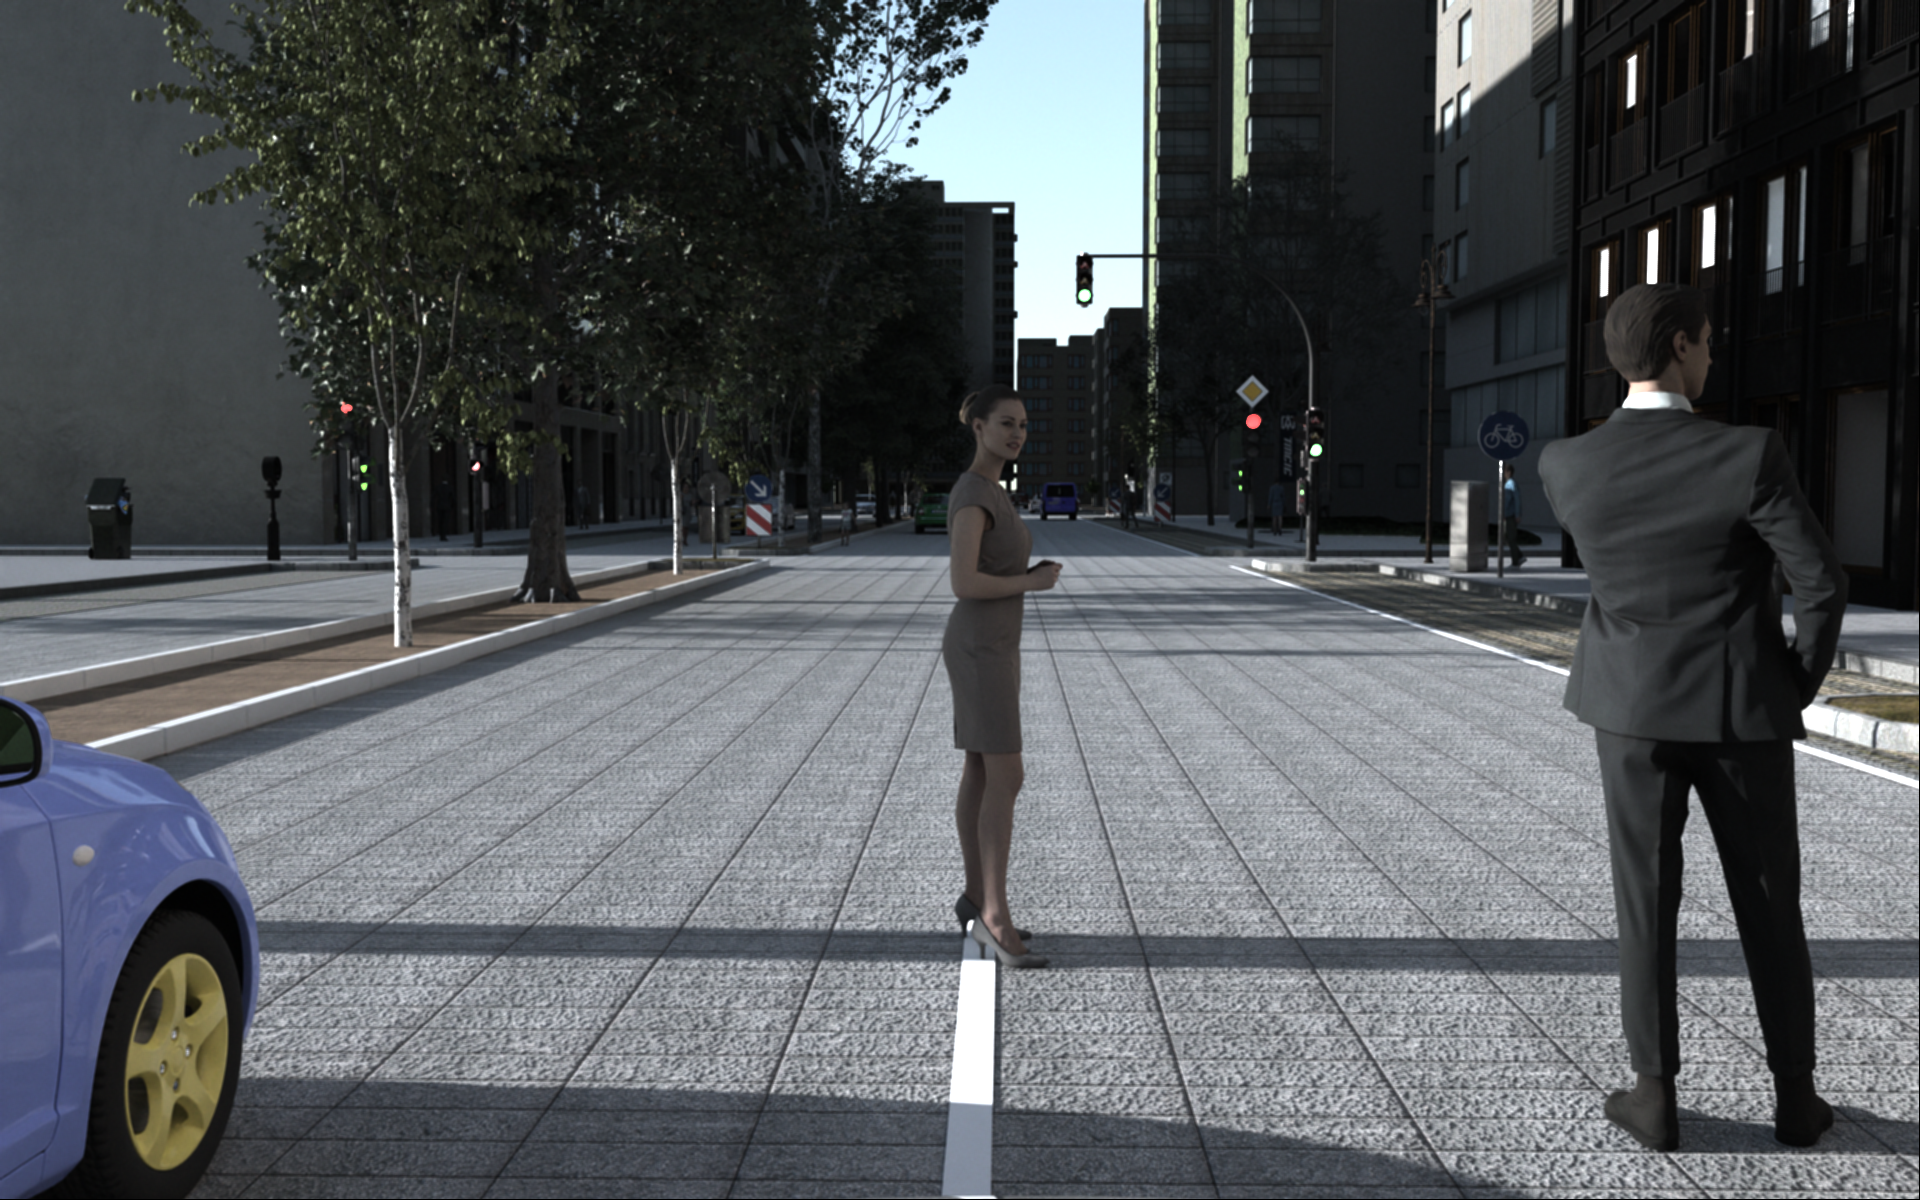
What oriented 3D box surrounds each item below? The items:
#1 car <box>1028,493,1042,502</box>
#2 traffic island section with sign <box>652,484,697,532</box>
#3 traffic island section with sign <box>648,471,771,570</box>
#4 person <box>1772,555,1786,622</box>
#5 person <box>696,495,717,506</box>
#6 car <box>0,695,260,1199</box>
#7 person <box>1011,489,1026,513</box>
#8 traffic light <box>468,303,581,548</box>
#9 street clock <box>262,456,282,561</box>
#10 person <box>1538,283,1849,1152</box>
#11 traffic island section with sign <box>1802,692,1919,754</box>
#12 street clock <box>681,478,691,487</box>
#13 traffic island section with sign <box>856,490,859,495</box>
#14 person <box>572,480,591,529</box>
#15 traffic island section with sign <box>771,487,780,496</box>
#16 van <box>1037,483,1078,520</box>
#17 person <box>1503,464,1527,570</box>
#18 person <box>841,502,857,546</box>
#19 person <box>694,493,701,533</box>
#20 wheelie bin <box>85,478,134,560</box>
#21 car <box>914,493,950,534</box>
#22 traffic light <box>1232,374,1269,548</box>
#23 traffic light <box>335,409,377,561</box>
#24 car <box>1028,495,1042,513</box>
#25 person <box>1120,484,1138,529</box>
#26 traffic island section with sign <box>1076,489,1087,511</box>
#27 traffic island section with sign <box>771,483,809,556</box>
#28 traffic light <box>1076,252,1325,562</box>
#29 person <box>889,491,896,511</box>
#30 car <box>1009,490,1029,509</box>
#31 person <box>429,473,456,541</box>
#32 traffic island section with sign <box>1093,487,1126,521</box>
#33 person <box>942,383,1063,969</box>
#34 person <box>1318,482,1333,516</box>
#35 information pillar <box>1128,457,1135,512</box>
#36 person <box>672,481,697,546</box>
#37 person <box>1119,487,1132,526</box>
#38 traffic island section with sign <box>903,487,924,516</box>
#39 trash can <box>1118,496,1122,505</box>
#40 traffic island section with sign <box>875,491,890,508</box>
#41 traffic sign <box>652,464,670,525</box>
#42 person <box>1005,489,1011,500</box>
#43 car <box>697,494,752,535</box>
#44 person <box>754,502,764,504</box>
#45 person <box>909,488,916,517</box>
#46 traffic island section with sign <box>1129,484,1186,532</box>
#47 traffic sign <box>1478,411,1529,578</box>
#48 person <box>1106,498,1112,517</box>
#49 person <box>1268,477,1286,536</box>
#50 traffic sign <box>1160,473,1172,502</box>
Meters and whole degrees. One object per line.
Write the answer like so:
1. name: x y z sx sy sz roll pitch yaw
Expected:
1. car: 6.425 -7.788 136.376 2.155 1.783 4.494 0 4 1
2. traffic island section with sign: -10.592 -3.517 66.129 1.989 1.847 2.006 0 4 1
3. traffic island section with sign: -4.856 -1.552 33.515 2.006 1.907 1.989 0 4 1
4. person: 6.609 -0.365 14.239 0.659 1.850 0.755 3 4 38
5. person: -7.434 -2.563 50.584 0.661 1.801 0.590 1 4 19
6. car: -2.433 0.440 2.394 1.945 1.707 3.694 0 4 2
7. person: 4.405 -7.658 133.715 1.348 1.824 0.705 1 4 22
8. traffic light: -9.409 -4.074 41.283 4.771 5.953 1.251 0 4 1
9. street clock: -13.236 -1.761 33.356 0.358 2.002 0.471 0 4 -3
10. person: 1.643 0.242 3.907 0.648 1.900 0.474 2 4 24
11. traffic island section with sign: 6.122 -0.089 10.082 1.989 1.847 2.006 0 4 1
12. street clock: -12.351 -4.500 78.150 0.358 2.002 0.471 2 4 29
13. traffic island section with sign: -8.651 -8.245 143.428 1.989 1.847 2.006 0 4 1
14. person: -13.790 -3.483 63.106 0.709 1.813 0.853 0 4 -3
15. traffic island section with sign: -9.903 -5.165 93.075 1.989 1.847 2.006 0 4 1
16. van: 5.460 -5.613 96.163 2.240 2.365 5.245 0 4 1
17. person: 9.312 -1.391 29.125 0.444 1.785 0.601 2 4 24
18. person: -3.061 -2.082 47.554 0.505 1.210 0.382 1 4 15
19. person: -9.614 -3.347 63.504 0.573 1.790 0.520 -3 5 -39
20. wheelie bin: -16.745 -1.602 34.093 0.980 1.594 0.693 0 4 6
21. car: -0.719 -3.357 63.676 1.959 1.807 4.718 0 4 0
22. traffic light: 6.853 -3.176 40.855 0.839 4.253 0.868 0 4 1
23. traffic light: -11.704 -2.715 33.318 0.839 4.253 0.868 0 4 1
24. car: 6.183 -7.179 129.745 2.083 1.381 4.827 0 4 0
25. person: 6.917 -3.804 70.655 0.622 1.834 0.822 -1 4 -23
26. traffic island section with sign: 9.473 -8.234 143.252 1.989 1.847 2.006 0 4 1
27. traffic island section with sign: -4.660 -2.005 40.919 2.006 1.907 1.989 0 4 1
28. traffic light: 4.559 -3.555 32.784 4.771 5.953 1.251 0 4 1
29. person: -5.787 -8.528 148.668 1.217 1.736 0.721 -1 4 -15
30. car: 5.560 -9.762 168.278 2.281 1.827 5.304 0 4 0
31. person: -14.085 -2.534 47.255 0.659 1.850 0.755 0 4 -7
32. traffic island section with sign: 8.231 -5.199 93.628 1.989 1.847 2.006 0 4 1
33. person: 0.132 0.206 5.478 0.374 1.781 0.599 0 4 7
34. person: 15.041 -3.989 71.658 0.661 1.777 0.834 -1 4 -18
35. information pillar: 10.666 -7.120 107.769 0.504 3.616 0.183 3 4 36
36. person: -7.618 -2.381 47.788 0.716 1.782 0.532 -3 5 -40
37. person: 7.332 -4.162 76.908 0.624 1.780 0.694 -1 4 -23
38. traffic island section with sign: -2.776 -6.599 116.034 2.006 1.907 1.989 0 4 1
39. trash can: 10.644 -6.226 113.443 0.748 1.137 0.748 0 3 0
40. traffic island section with sign: -7.961 -9.907 170.615 1.989 1.847 2.006 0 4 1
41. traffic sign: -12.518 -4.428 72.500 0.768 2.556 0.104 0 4 3
42. person: 2.782 -5.966 106.533 0.782 1.767 0.515 -1 4 -16
43. car: -8.217 -3.132 61.431 2.015 1.641 3.980 0 4 1
44. person: -6.821 -3.075 58.950 0.466 1.800 0.511 -3 5 -44
45. person: -2.900 -6.000 106.782 0.473 1.802 0.592 1 4 11
46. traffic island section with sign: 7.529 -3.507 65.959 1.989 1.847 2.006 0 4 1
47. traffic sign: 8.313 -1.618 26.567 0.768 2.556 0.104 0 4 3
48. person: 9.230 -5.746 107.459 0.382 1.210 0.505 2 4 24
49. person: 9.799 -2.903 53.533 0.581 1.822 0.654 1 4 12
50. traffic sign: 9.923 -4.979 83.538 0.606 2.300 0.079 1 4 9
